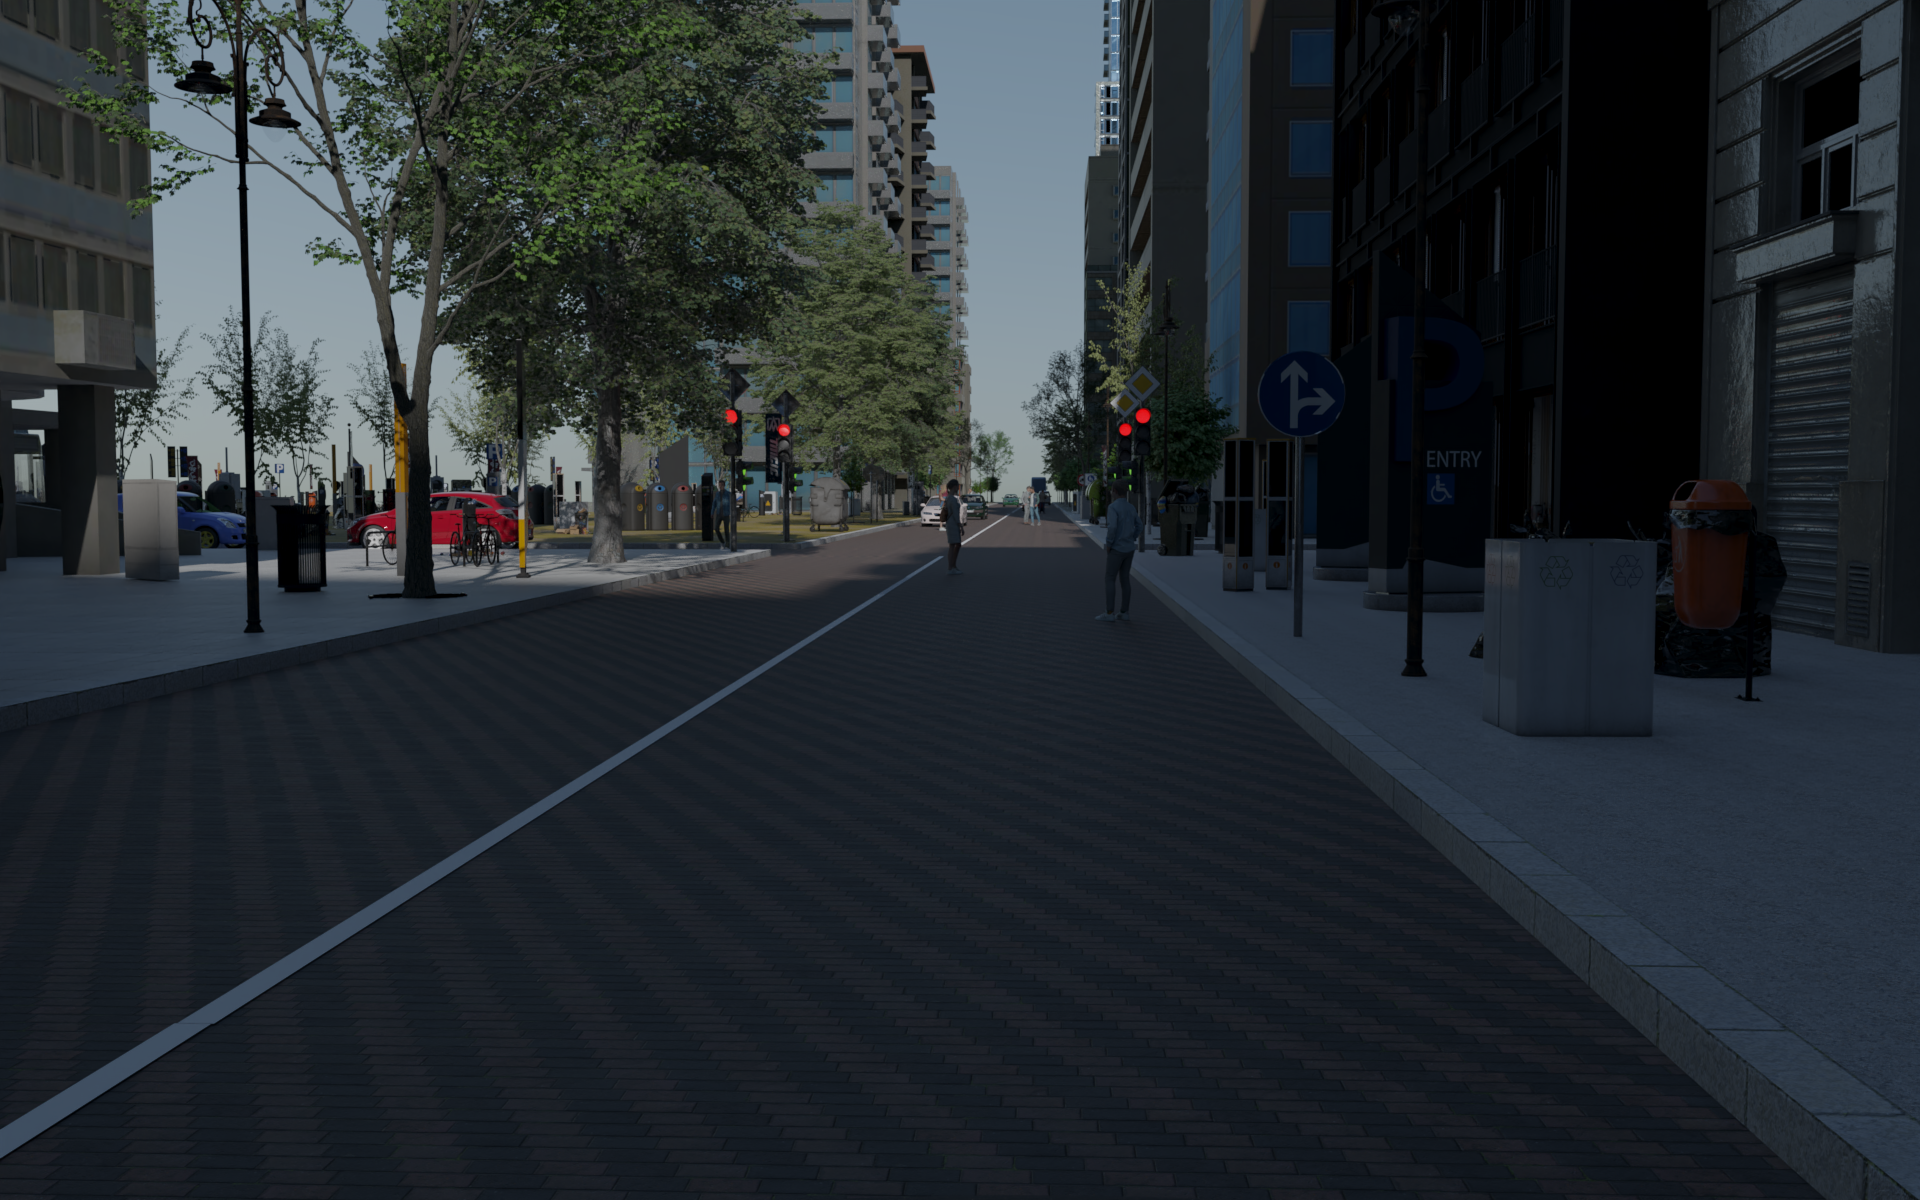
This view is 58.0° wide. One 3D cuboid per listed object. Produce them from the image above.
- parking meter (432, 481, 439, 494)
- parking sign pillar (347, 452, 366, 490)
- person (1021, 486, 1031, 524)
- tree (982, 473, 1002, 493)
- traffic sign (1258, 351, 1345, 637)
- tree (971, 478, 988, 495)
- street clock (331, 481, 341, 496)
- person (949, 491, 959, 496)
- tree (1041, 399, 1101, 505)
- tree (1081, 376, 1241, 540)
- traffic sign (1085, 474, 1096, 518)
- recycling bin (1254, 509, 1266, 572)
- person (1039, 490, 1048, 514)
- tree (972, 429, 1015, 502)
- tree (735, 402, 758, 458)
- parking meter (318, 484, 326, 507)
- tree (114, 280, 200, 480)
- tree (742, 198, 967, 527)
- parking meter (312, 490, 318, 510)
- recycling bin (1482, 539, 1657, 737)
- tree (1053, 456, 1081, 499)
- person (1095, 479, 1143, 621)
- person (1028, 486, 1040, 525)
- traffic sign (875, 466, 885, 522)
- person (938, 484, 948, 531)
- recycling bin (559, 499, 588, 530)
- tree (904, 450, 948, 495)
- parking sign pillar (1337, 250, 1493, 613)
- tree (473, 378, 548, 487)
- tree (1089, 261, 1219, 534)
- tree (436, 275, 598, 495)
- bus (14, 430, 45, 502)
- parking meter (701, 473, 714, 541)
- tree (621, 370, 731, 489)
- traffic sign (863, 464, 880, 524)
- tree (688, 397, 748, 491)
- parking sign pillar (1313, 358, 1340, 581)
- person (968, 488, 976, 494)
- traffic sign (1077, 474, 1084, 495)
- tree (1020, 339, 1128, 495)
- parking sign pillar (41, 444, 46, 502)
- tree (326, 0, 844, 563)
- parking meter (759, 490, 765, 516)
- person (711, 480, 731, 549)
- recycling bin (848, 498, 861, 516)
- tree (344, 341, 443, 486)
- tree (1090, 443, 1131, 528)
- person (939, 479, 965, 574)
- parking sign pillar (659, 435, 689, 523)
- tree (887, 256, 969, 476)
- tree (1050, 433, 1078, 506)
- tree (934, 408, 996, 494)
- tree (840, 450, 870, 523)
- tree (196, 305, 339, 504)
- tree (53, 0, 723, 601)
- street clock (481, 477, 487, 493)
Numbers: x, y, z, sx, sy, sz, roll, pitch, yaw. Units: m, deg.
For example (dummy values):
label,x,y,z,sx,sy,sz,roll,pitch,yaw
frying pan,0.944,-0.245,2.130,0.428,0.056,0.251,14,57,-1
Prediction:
label,x,y,z,sx,sy,sz,roll,pitch,yaw
parking meter,-23.633,-4.423,78.034,0.255,1.863,0.399,-2,4,-27
parking sign pillar,-38.464,-7.458,110.410,1.447,3.967,1.447,1,4,15
person,3.232,-4.568,83.282,0.391,1.810,0.635,3,4,37
tree,4.875,-17.367,267.655,4.285,4.588,4.351,0,3,0
traffic sign,3.042,-0.942,15.512,0.768,2.556,0.104,0,4,5
tree,2.043,-13.559,216.295,1.663,3.219,1.824,0,3,0
street clock,-33.969,-5.487,94.288,0.471,2.002,0.358,-3,5,-44
person,-0.347,-4.826,86.766,0.474,1.900,0.648,2,4,26
tree,13.078,-17.600,205.889,7.486,12.596,7.792,0,3,0
tree,6.214,-3.970,48.622,4.285,4.588,4.351,0,3,0
traffic sign,6.537,-5.157,86.447,0.606,2.300,0.079,1,4,12
recycling bin,4.930,-1.008,29.027,0.722,1.027,0.722,2,4,29
person,6.115,-7.248,127.539,0.617,1.759,0.750,1,4,21
tree,5.199,-21.467,276.737,9.928,11.665,9.643,0,3,0
tree,-15.321,-9.787,110.381,4.737,8.622,4.395,0,3,0
parking meter,-32.320,-5.018,87.761,0.399,1.863,0.255,-1,4,-21
tree,-27.989,-6.592,58.141,4.360,8.622,3.978,0,3,0
tree,-4.373,-9.105,66.994,7.486,12.596,7.792,0,3,0
parking meter,-44.857,-6.851,120.430,0.372,1.533,0.369,0,3,0
recycling bin,3.318,0.188,9.474,0.722,1.027,0.722,0,4,1
tree,9.318,-9.060,131.837,4.285,4.588,4.351,0,3,0
person,1.819,-0.574,19.697,0.589,1.601,0.330,-2,4,-35
person,3.373,-4.311,79.336,0.623,1.781,0.721,2,4,24
traffic sign,-3.750,-4.778,78.220,0.768,2.556,0.104,1,4,10
person,-0.641,-3.646,68.093,0.573,1.828,0.580,-3,4,-38
recycling bin,-12.969,-2.790,58.179,0.722,1.027,0.722,1,4,18
tree,-2.543,-8.838,128.211,4.285,4.588,4.351,0,3,0
parking sign pillar,5.263,-1.887,19.329,1.447,3.967,1.447,-1,4,-16
tree,-26.413,-9.227,101.230,4.360,8.622,3.978,0,3,0
tree,6.011,-6.374,54.583,4.737,8.622,4.395,0,3,0
tree,-13.057,-6.117,50.371,4.737,8.622,4.395,0,3,0
bus,-29.195,-2.975,43.495,13.247,3.499,2.948,0,4,2
parking meter,-6.879,-2.536,47.169,0.255,1.863,0.399,0,4,5
tree,-14.198,-8.076,82.402,4.737,8.622,4.395,0,3,0
traffic sign,-3.810,-4.540,74.328,0.768,2.556,0.104,1,4,10
tree,-14.396,-9.337,103.019,4.360,8.622,3.978,0,3,0
parking sign pillar,6.038,-2.290,25.919,1.447,3.967,1.447,2,4,27
person,0.751,-6.270,111.201,0.592,1.802,0.473,3,5,42
traffic sign,7.801,-6.707,109.759,0.768,2.556,0.104,1,4,12
tree,7.606,-10.328,103.278,8.767,10.594,7.601,1,4,9
parking sign pillar,-35.044,-4.811,67.132,1.447,3.967,1.447,2,4,35
tree,-6.629,-7.677,32.174,9.857,13.997,8.962,0,3,0
parking meter,-11.746,-5.769,102.731,0.372,1.533,0.369,0,3,0
person,-5.899,-2.107,43.289,0.601,1.785,0.444,1,4,19
recycling bin,-6.318,-5.484,102.213,0.722,1.027,0.722,-2,4,-24
tree,-27.465,-8.147,83.565,4.360,8.622,3.978,0,3,0
tree,5.965,-4.357,65.842,1.663,3.219,1.824,0,3,0
person,-0.123,-1.312,30.948,0.522,1.701,0.512,-1,4,-19
parking sign pillar,-12.891,-5.480,78.075,1.447,3.967,1.447,-1,4,-13
tree,-4.291,-11.087,87.934,9.857,13.997,8.962,0,3,0
tree,11.808,-14.872,193.526,4.360,8.622,3.978,0,3,0
tree,0.464,-15.513,188.048,7.601,10.594,8.767,0,4,7
tree,-4.702,-4.987,76.142,1.663,3.219,1.824,0,3,0
tree,-27.812,-7.218,68.379,4.737,8.622,4.395,0,3,0
tree,-6.751,-5.822,20.944,9.928,11.665,9.643,0,3,0
street clock,-20.370,-4.284,74.610,0.471,2.002,0.358,2,4,27
